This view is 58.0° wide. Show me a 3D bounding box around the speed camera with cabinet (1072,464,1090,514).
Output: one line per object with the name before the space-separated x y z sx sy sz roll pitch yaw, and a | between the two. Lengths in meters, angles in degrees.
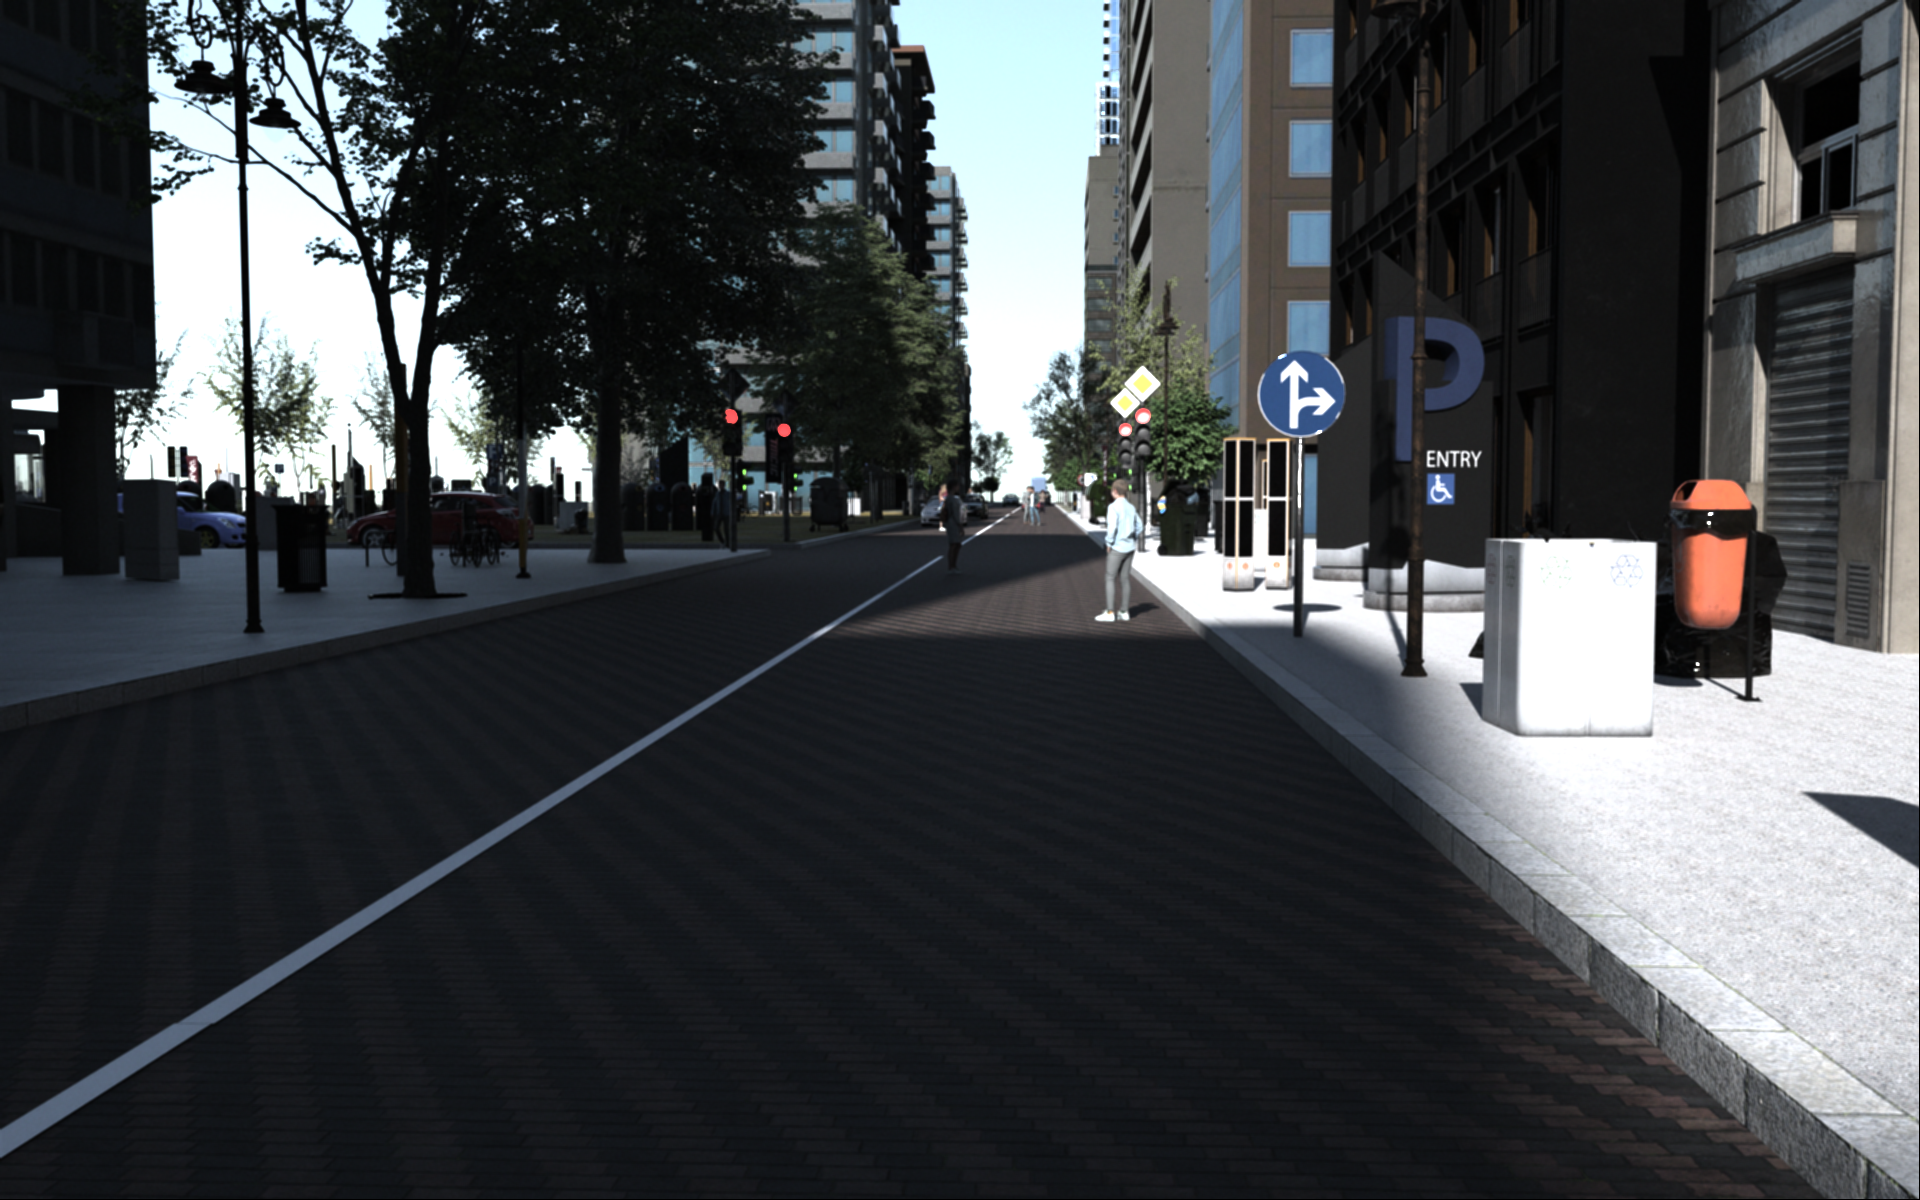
speed camera with cabinet | 8.056 -7.323 114.075 0.660 3.252 2.038 -1 4 -20

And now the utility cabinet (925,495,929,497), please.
utility cabinet | -2.553 -6.574 118.643 0.306 1.237 1.020 3 4 36

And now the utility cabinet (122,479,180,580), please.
utility cabinet | -12.044 -1.047 25.800 1.173 1.500 0.318 3 5 42

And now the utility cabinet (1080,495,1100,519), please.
utility cabinet | 6.614 -4.696 87.937 1.020 1.237 0.306 -1 4 -19

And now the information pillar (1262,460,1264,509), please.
information pillar | 6.677 -2.004 37.250 0.304 2.012 0.304 2 4 24

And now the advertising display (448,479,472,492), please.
advertising display | -21.932 -4.343 76.228 0.123 1.923 0.974 3 5 42

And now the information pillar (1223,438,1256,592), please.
information pillar | 3.676 -1.121 22.821 0.304 2.012 0.304 -2 4 -30

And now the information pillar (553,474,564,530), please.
information pillar | -14.364 -3.518 62.006 0.304 2.012 0.304 -2 4 -33

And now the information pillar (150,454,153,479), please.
information pillar | -46.658 -6.645 100.007 0.183 3.616 0.504 -2 4 -34

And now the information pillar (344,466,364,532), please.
information pillar | -16.084 -2.544 46.082 0.304 2.012 0.304 3 4 36

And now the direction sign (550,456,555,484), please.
direction sign | -24.601 -6.892 104.681 0.379 3.537 0.876 -2 4 -30

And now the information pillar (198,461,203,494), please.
information pillar | -49.654 -7.442 113.023 0.183 3.616 0.504 1 4 18

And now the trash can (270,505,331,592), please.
trash can | -8.656 -0.680 22.772 0.748 1.137 0.748 0 3 0

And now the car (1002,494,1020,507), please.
car | 5.762 -11.242 195.600 2.131 1.459 4.920 0 4 2

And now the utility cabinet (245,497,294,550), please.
utility cabinet | -15.799 -1.744 39.675 1.020 1.237 0.306 0 4 0

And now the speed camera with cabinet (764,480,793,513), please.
speed camera with cabinet | -12.093 -7.355 114.585 2.038 3.252 0.660 1 4 10

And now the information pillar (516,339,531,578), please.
information pillar | -6.707 -2.152 26.539 0.183 3.616 0.504 0 4 -8

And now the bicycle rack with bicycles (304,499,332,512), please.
bicycle rack with bicycles | -42.919 -6.337 116.999 2.852 0.926 2.925 -2 4 -24

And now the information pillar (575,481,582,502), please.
information pillar | -21.397 -5.665 97.113 0.304 2.012 0.304 0 4 2

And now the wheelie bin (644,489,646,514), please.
wheelie bin | -20.487 -6.436 113.138 0.980 1.594 0.693 2 4 31

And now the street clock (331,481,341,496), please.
street clock | -33.969 -5.487 94.288 0.471 2.002 0.358 -3 5 -44

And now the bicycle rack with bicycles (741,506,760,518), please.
bicycle rack with bicycles | -12.270 -4.906 93.600 2.925 0.926 2.852 0 3 0

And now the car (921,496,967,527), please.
car | -0.676 -3.967 77.214 2.083 1.381 4.827 0 4 3

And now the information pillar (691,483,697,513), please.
information pillar | -17.949 -6.874 116.876 0.304 2.012 0.304 -2 4 -26

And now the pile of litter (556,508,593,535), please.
pile of litter | -12.359 -2.539 55.475 1.176 0.858 1.719 -1 4 -15

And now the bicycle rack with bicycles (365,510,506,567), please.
bicycle rack with bicycles | -9.427 -1.118 31.659 2.852 0.926 2.925 0 4 5

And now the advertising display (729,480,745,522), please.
advertising display | -10.312 -4.580 80.091 0.974 1.923 0.123 3 5 41

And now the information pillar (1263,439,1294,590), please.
information pillar | 4.284 -1.145 23.216 0.304 2.012 0.304 1 4 22

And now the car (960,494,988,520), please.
car | 0.639 -5.385 97.827 2.009 1.686 4.222 0 4 4

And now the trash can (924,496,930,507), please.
trash can | -2.285 -6.194 112.921 0.748 1.137 0.748 0 3 0

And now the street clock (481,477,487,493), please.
street clock | -20.370 -4.284 74.610 0.471 2.002 0.358 2 4 27

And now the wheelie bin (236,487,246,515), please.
wheelie bin | -32.075 -4.275 77.805 0.980 1.594 0.693 2 4 27

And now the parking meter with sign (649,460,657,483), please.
parking meter with sign | -14.814 -5.571 87.353 1.738 3.016 0.543 2 4 30

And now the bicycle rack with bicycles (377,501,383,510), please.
bicycle rack with bicycles | -30.759 -4.777 91.482 2.852 0.926 2.925 -2 4 -29

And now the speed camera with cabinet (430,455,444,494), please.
speed camera with cabinet | -27.214 -5.713 87.748 2.038 3.252 0.660 -1 4 -20

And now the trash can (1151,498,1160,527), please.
trash can | 7.806 -3.451 68.072 0.748 1.137 0.748 0 3 0

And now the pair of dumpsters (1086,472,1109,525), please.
pair of dumpsters | 6.183 -4.357 73.730 1.574 2.255 4.437 0 4 3

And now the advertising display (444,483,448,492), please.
advertising display | -30.225 -5.844 100.767 0.974 1.923 0.123 1 4 10

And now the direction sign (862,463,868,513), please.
direction sign | -6.835 -7.835 120.095 0.876 3.537 0.379 0 4 -1

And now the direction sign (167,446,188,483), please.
direction sign | -36.972 -5.500 81.916 0.876 3.537 0.379 -1 4 -17

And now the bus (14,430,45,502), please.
bus | -29.195 -2.975 43.495 13.247 3.499 2.948 0 4 2

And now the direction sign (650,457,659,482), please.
direction sign | -18.596 -6.941 105.487 0.876 3.537 0.379 3 5 43

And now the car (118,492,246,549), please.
car | -19.900 -2.111 44.109 3.694 1.707 1.945 0 4 3

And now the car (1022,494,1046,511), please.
car | 6.141 -8.350 145.566 2.155 1.783 4.494 0 4 4

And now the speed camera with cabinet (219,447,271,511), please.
speed camera with cabinet | -30.225 -4.823 73.196 2.038 3.252 0.660 1 4 9

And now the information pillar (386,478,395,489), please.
information pillar | -25.822 -4.531 78.578 0.304 2.012 0.304 1 4 9

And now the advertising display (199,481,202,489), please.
advertising display | -36.556 -4.746 82.808 0.123 1.923 0.974 0 4 7

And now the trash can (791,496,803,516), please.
trash can | -9.769 -5.635 103.782 0.748 1.137 0.748 0 3 0

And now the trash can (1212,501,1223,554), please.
trash can | 5.804 -1.572 37.361 0.748 1.137 0.748 0 3 0

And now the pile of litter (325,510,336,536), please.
pile of litter | -19.996 -2.430 53.692 1.176 0.858 1.719 -2 4 -24

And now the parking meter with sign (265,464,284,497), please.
parking meter with sign | -39.719 -6.344 99.978 1.738 3.016 0.543 3 4 37

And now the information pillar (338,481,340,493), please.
information pillar | -34.611 -5.669 97.175 0.304 2.012 0.304 -2 4 -34

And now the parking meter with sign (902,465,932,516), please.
parking meter with sign | -2.569 -6.581 103.860 1.738 3.016 0.543 -1 4 -18

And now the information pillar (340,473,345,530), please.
information pillar | -20.896 -3.354 59.329 0.304 2.012 0.304 3 4 38

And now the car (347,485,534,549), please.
car | -12.754 -2.042 42.431 4.494 1.783 2.155 0 4 4

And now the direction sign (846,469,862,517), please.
direction sign | -6.125 -6.459 97.605 0.876 3.537 0.379 -1 4 -19
